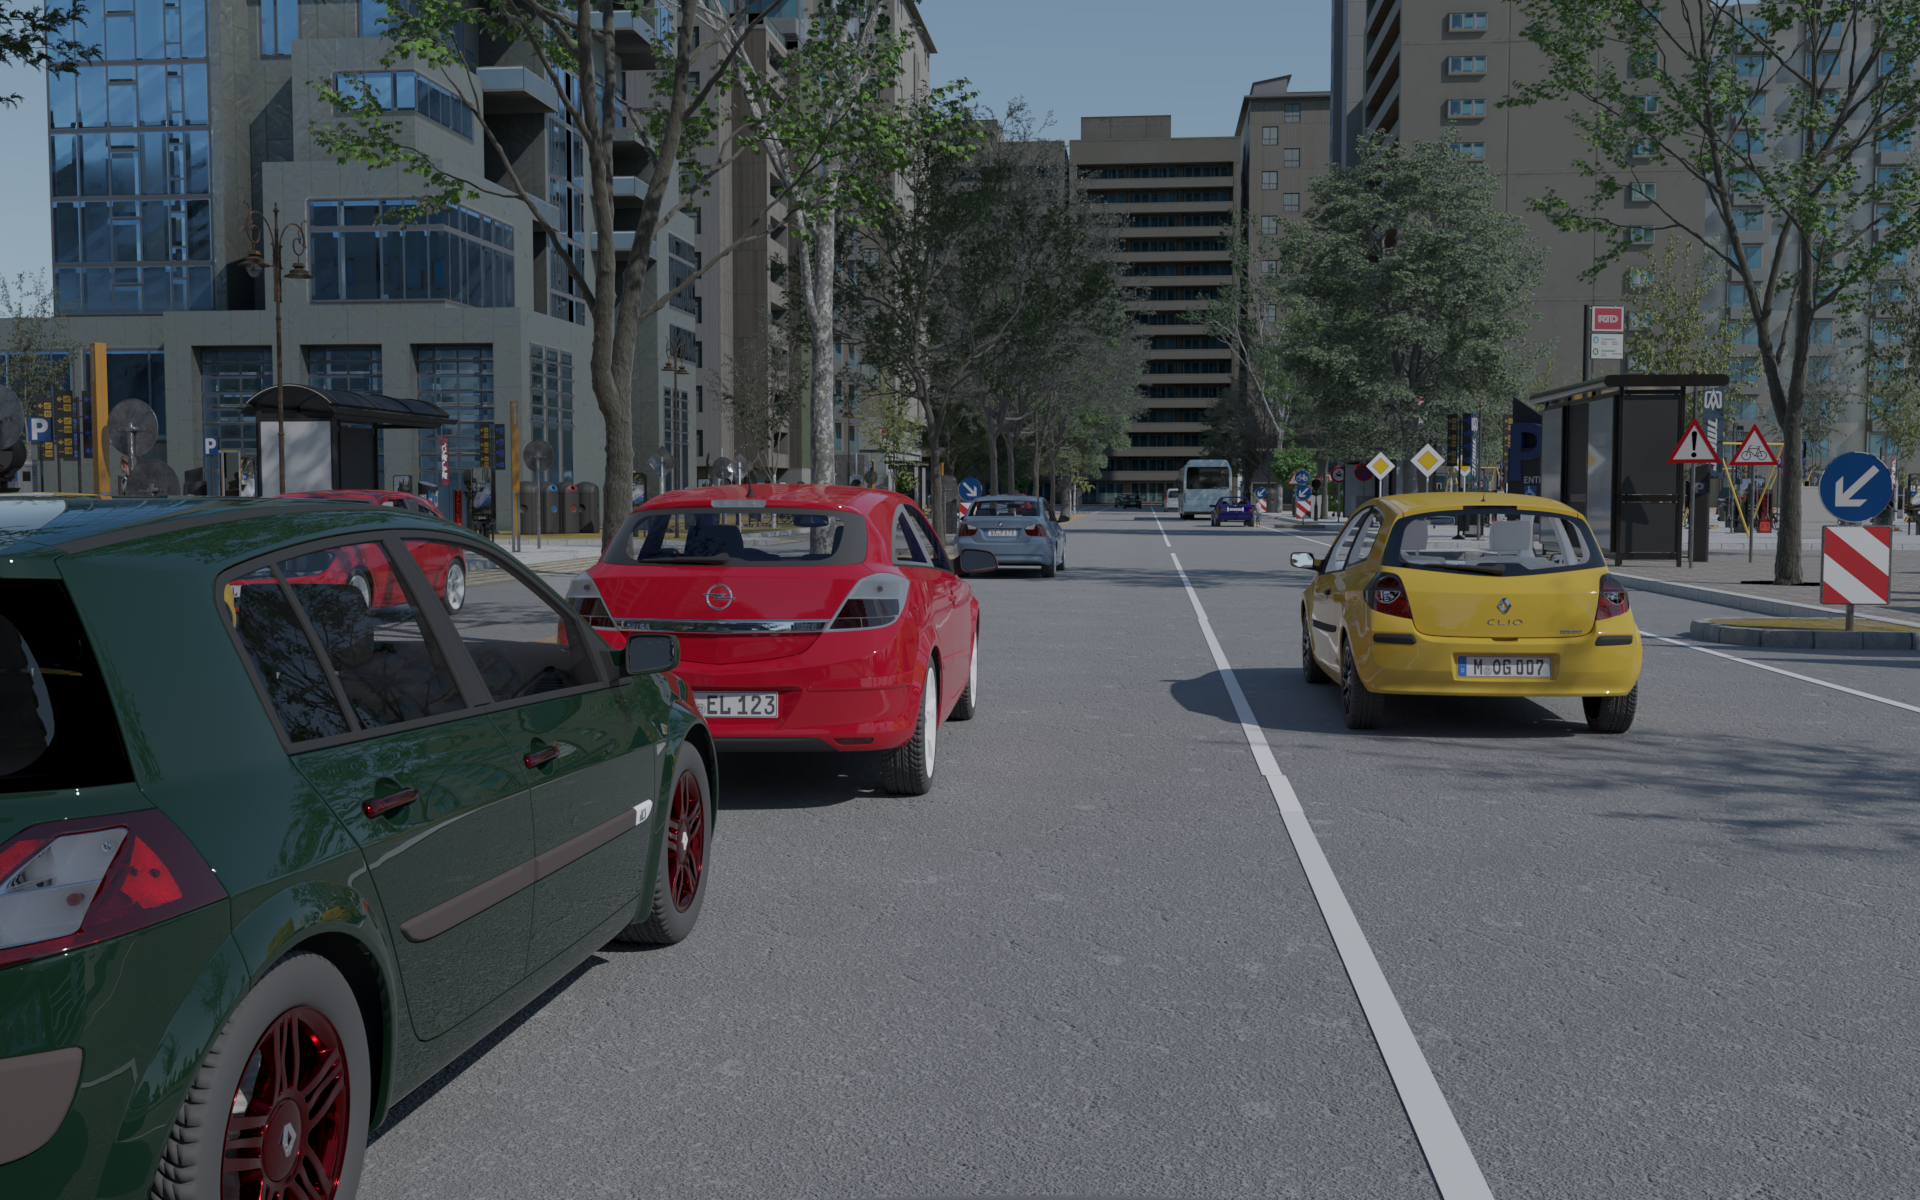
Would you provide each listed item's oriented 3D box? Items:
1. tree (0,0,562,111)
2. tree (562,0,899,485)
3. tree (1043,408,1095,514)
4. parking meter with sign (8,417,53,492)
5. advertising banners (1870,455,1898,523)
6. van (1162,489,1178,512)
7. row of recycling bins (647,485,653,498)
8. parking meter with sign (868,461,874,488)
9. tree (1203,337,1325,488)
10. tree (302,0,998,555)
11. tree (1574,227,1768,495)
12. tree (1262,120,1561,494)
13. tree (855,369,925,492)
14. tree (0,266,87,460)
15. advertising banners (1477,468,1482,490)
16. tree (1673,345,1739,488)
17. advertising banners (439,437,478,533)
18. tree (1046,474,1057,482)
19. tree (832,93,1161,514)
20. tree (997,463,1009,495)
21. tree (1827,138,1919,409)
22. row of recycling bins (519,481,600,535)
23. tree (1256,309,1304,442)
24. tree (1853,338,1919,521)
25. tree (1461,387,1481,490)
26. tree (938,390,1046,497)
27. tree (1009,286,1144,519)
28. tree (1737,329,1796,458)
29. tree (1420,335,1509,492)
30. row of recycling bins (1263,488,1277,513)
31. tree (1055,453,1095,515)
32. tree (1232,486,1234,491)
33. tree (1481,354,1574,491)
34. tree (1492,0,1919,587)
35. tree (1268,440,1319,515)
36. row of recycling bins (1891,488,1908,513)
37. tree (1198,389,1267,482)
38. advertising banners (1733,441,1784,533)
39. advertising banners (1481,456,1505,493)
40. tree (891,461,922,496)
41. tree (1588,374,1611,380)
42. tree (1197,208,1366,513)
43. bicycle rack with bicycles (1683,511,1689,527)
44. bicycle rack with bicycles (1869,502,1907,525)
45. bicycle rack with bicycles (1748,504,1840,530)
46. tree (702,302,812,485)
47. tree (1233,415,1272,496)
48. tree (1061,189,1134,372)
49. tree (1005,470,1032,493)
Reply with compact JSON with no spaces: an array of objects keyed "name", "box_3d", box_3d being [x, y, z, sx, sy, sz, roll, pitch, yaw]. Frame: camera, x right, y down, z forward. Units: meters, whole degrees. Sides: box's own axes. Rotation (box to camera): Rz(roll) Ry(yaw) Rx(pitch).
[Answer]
[{"name":"tree","box_3d":[-4.208,-4.253,6.408,8.767,10.594,7.601,0,4,6]},{"name":"tree","box_3d":[-3.267,-10.343,27.459,12.611,20.169,13.585,0,3,0]},{"name":"tree","box_3d":[7.185,-9.759,112.371,4.737,8.622,4.395,0,3,0]},{"name":"parking meter with sign","box_3d":[-20.898,-2.581,38.464,0.543,3.016,1.738,0,4,6]},{"name":"advertising banners","box_3d":[41.228,-4.959,77.264,2.074,3.025,0.090,-2,4,-34]},{"name":"van","box_3d":[16.936,-7.930,136.659,2.013,2.044,4.112,0,4,5]},{"name":"row of recycling bins","box_3d":[-11.853,-3.424,63.091,1.069,1.692,3.534,-1,4,-17]},{"name":"parking meter with sign","box_3d":[-5.448,-5.811,91.272,1.738,3.016,0.543,-2,4,-25]},{"name":"tree","box_3d":[23.992,-13.734,134.920,12.009,13.543,11.850,0,3,0]},{"name":"tree","box_3d":[-3.028,-5.321,15.211,9.928,11.665,9.643,0,3,0]},{"name":"tree","box_3d":[20.168,-6.002,48.494,4.737,8.622,4.395,0,3,0]},{"name":"tree","box_3d":[15.210,-9.297,58.655,9.857,13.997,8.962,0,3,0]},{"name":"tree","box_3d":[-3.742,-8.952,96.720,4.737,8.622,4.395,0,3,0]},{"name":"tree","box_3d":[-30.195,-6.425,55.405,4.360,8.622,3.978,0,3,0]},{"name":"advertising banners","box_3d":[34.133,-7.326,115.965,2.074,3.025,0.090,3,4,37]},{"name":"tree","box_3d":[36.530,-8.232,84.951,4.360,8.622,3.978,0,3,0]},{"name":"advertising banners","box_3d":[-15.585,-3.522,53.768,0.090,3.025,2.074,1,4,15]},{"name":"tree","box_3d":[6.661,-17.121,196.940,9.611,12.733,9.660,0,3,0]},{"name":"tree","box_3d":[1.047,-8.583,53.163,12.009,13.543,11.850,0,3,0]},{"name":"tree","box_3d":[3.676,-13.325,168.223,4.737,8.622,4.395,0,3,0]},{"name":"tree","box_3d":[19.722,-5.146,34.504,4.360,8.622,3.978,0,3,0]},{"name":"row of recycling bins","box_3d":[-12.998,-2.969,55.653,1.069,1.692,3.534,2,4,31]},{"name":"tree","box_3d":[18.555,-9.879,87.278,9.928,11.665,9.643,0,3,0]},{"name":"tree","box_3d":[44.788,-8.064,82.213,4.737,8.622,4.395,0,3,0]},{"name":"tree","box_3d":[32.421,-9.524,106.073,4.737,8.622,4.395,0,3,0]},{"name":"tree","box_3d":[2.070,-14.775,158.573,9.611,12.733,9.660,0,3,0]},{"name":"tree","box_3d":[5.966,-11.557,98.077,9.857,13.997,8.962,0,3,0]},{"name":"tree","box_3d":[36.927,-7.634,75.183,4.360,8.622,3.978,0,3,0]},{"name":"tree","box_3d":[21.994,-7.725,76.671,4.360,8.622,3.978,0,3,0]},{"name":"row of recycling bins","box_3d":[21.498,-6.882,119.633,1.069,1.692,3.534,1,4,15]},{"name":"tree","box_3d":[7.737,-10.053,117.183,4.360,8.622,3.978,0,3,0]},{"name":"tree","box_3d":[30.598,-12.491,198.829,1.663,3.219,1.824,0,3,0]},{"name":"tree","box_3d":[30.562,-8.548,90.119,4.737,8.622,4.395,0,3,0]},{"name":"tree","box_3d":[11.504,-6.012,24.054,9.928,11.665,9.643,0,3,0]},{"name":"tree","box_3d":[20.413,-7.473,105.896,4.285,4.588,4.351,0,3,0]},{"name":"row of recycling bins","box_3d":[62.546,-6.610,115.189,1.069,1.692,3.534,0,4,6]},{"name":"tree","box_3d":[29.324,-16.395,186.186,7.486,12.596,7.792,0,3,0]},{"name":"advertising banners","box_3d":[26.387,-3.708,56.808,2.074,3.025,0.090,0,4,3]},{"name":"advertising banners","box_3d":[20.443,-4.283,66.215,0.090,3.025,2.074,0,4,-3]},{"name":"tree","box_3d":[-3.290,-6.520,101.204,1.663,3.219,1.824,0,3,0]},{"name":"tree","box_3d":[39.186,-9.484,105.434,4.360,8.622,3.978,0,3,0]},{"name":"tree","box_3d":[20.094,-15.945,116.583,12.611,20.169,13.585,0,3,0]},{"name":"bicycle rack with bicycles","box_3d":[27.134,-3.309,67.478,2.925,0.926,2.852,-1,4,-16]},{"name":"bicycle rack with bicycles","box_3d":[35.361,-3.391,68.830,2.852,0.926,2.925,-1,4,-17]},{"name":"bicycle rack with bicycles","box_3d":[28.496,-2.878,60.442,2.925,0.926,2.852,-1,4,-22]},{"name":"tree","box_3d":[-7.143,-6.989,64.633,4.360,8.622,3.978,0,3,0]},{"name":"tree","box_3d":[27.204,-12.953,162.136,4.360,8.622,3.978,0,3,0]},{"name":"tree","box_3d":[-0.387,-6.166,37.690,8.767,10.594,7.601,0,4,6]},{"name":"tree","box_3d":[6.190,-12.418,186.753,4.285,4.588,4.351,0,3,0]}]
